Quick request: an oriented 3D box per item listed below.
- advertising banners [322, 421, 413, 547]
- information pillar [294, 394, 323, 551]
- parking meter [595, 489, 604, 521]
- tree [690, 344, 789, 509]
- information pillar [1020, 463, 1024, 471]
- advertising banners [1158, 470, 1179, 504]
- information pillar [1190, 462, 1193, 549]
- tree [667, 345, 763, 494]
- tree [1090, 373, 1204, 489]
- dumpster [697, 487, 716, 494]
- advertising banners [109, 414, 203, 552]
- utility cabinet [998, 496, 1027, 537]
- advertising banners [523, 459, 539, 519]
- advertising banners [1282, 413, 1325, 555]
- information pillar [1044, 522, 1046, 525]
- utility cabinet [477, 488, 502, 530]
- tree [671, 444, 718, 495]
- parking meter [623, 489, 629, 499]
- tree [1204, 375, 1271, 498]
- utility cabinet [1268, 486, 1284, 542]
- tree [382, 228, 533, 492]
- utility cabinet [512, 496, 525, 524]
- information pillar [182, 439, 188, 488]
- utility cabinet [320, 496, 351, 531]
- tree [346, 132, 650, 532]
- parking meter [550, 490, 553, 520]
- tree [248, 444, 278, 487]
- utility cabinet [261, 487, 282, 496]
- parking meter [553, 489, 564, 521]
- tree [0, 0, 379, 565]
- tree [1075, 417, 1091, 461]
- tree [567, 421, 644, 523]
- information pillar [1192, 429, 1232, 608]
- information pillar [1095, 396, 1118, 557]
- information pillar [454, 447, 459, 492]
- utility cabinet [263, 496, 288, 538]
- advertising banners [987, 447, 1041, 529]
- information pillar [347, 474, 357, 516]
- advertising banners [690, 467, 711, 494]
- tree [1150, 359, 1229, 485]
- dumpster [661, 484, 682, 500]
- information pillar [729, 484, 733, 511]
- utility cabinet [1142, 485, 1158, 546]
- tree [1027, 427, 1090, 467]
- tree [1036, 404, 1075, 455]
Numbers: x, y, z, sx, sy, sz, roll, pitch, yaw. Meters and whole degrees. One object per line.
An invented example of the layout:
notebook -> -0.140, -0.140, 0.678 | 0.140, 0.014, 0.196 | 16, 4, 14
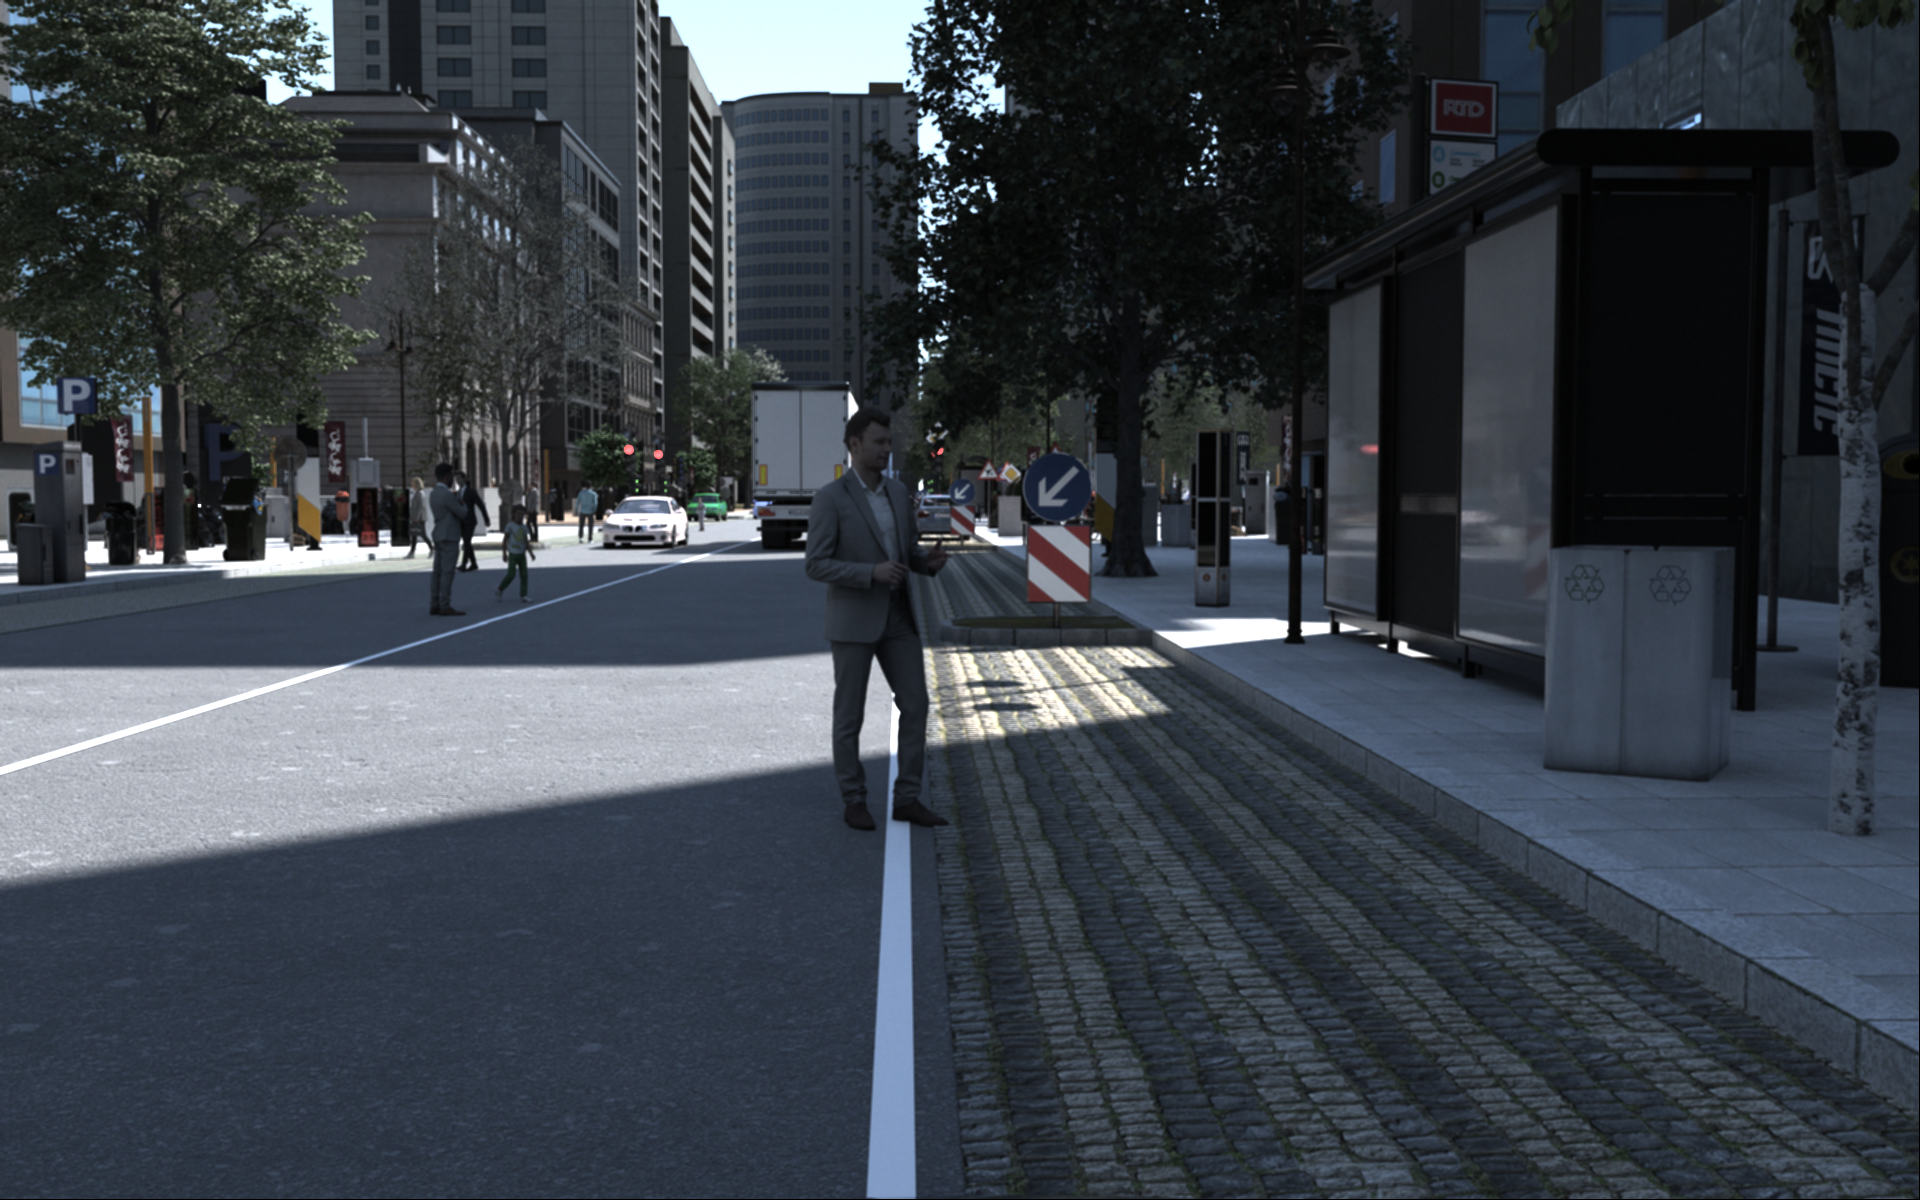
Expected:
advertising banners -> -14.307, -2.795, 41.887 | 2.074, 3.025, 0.090 | -2, 4, -25
information pillar -> -14.760, -2.930, 39.255 | 0.504, 3.616, 0.183 | -2, 4, -28
parking meter -> -18.956, -5.061, 91.159 | 0.372, 1.533, 0.369 | 0, 3, 0
tree -> -18.262, -14.795, 148.555 | 9.857, 13.997, 8.962 | 0, 3, 0
information pillar -> 4.399, -7.954, 121.401 | 0.504, 3.616, 0.183 | -3, 5, -40
advertising banners -> 15.330, -8.052, 127.831 | 2.074, 3.025, 0.090 | -3, 5, -41
information pillar -> 5.533, -2.187, 40.249 | 0.304, 2.012, 0.304 | 1, 4, 23
tree -> -16.682, -11.906, 120.418 | 9.928, 11.665, 9.643 | 0, 3, 0
tree -> 10.238, -8.840, 94.894 | 4.360, 8.622, 3.978 | 0, 3, 0
dumpster -> -18.582, -7.403, 126.799 | 1.264, 1.857, 1.865 | 0, 4, -2
advertising banners -> -17.911, -2.594, 38.607 | 0.090, 3.025, 2.074 | 3, 4, 36
utility cabinet -> 1.661, -2.509, 52.181 | 1.020, 1.237, 0.306 | 0, 4, 4
advertising banners -> -21.733, -5.590, 87.590 | 0.090, 3.025, 2.074 | -3, 4, -39
advertising banners -> 7.317, -2.495, 36.980 | 0.090, 3.025, 2.074 | -1, 4, -15
information pillar -> 2.772, -2.971, 53.068 | 0.304, 2.012, 0.304 | 1, 4, 18
utility cabinet -> -16.432, -3.178, 60.647 | 0.318, 1.500, 1.173 | 1, 4, 21
tree -> -17.286, -7.928, 113.340 | 4.285, 4.588, 4.351 | 0, 3, 0
parking meter -> -21.292, -6.310, 111.571 | 0.372, 1.533, 0.369 | 0, 3, 0
tree -> 16.114, -8.941, 96.541 | 4.360, 8.622, 3.978 | 0, 3, 0
utility cabinet -> 8.453, -2.278, 45.917 | 0.318, 1.500, 1.173 | 0, 4, -1
tree -> -14.330, -6.023, 48.846 | 4.360, 8.622, 3.978 | 0, 3, 0
utility cabinet -> -16.385, -3.178, 63.121 | 1.020, 1.237, 0.306 | 0, 4, 8
information pillar -> -28.330, -4.389, 63.116 | 0.504, 3.616, 0.183 | 2, 4, 23
utility cabinet -> -21.429, -2.948, 59.368 | 1.020, 1.237, 0.306 | -3, 4, -35
tree -> -15.211, -9.038, 58.146 | 12.009, 13.543, 11.850 | 0, 3, 0
parking meter -> -20.166, -4.747, 86.016 | 0.372, 1.533, 0.369 | 0, 3, 0
tree -> -24.424, -3.974, 59.575 | 1.663, 3.219, 1.824 | 0, 3, 0
utility cabinet -> -21.513, -2.775, 54.045 | 0.318, 1.500, 1.173 | 0, 4, 1
parking meter -> -18.945, -4.502, 82.019 | 0.372, 1.533, 0.369 | 0, 3, 0
tree -> -14.816, -6.925, 31.351 | 7.486, 12.596, 7.792 | 0, 3, 0
tree -> 11.328, -10.886, 128.346 | 4.360, 8.622, 3.978 | 0, 3, 0
tree -> -15.952, -5.771, 78.062 | 4.285, 4.588, 4.351 | 0, 3, 0
information pillar -> 2.881, -0.930, 19.701 | 0.304, 2.012, 0.304 | 3, 4, 37
information pillar -> 3.002, -2.690, 35.330 | 0.504, 3.616, 0.183 | -1, 4, -14
information pillar -> -23.487, -5.471, 80.809 | 0.183, 3.616, 0.504 | 0, 4, 0
utility cabinet -> -20.218, -2.404, 50.462 | 1.020, 1.237, 0.306 | -1, 4, -21
advertising banners -> 1.990, -4.157, 64.147 | 2.074, 3.025, 0.090 | 1, 4, 18
information pillar -> -21.999, -3.563, 62.750 | 0.304, 2.012, 0.304 | -3, 4, -37
advertising banners -> -16.443, -6.947, 109.764 | 2.074, 3.025, 0.090 | 3, 4, 38
tree -> 18.977, -13.746, 142.871 | 7.486, 12.596, 7.792 | 0, 3, 0
dumpster -> -17.468, -6.029, 104.337 | 1.264, 1.857, 1.865 | 0, 4, -2
information pillar -> -16.901, -7.566, 128.193 | 0.304, 2.012, 0.304 | 1, 4, 11
utility cabinet -> 4.295, -2.041, 42.049 | 1.173, 1.500, 0.318 | -3, 5, -39
tree -> 2.695, -3.421, 50.541 | 1.663, 3.219, 1.824 | 0, 3, 0
tree -> 8.198, -11.691, 141.516 | 4.360, 8.622, 3.978 | 0, 3, 0
